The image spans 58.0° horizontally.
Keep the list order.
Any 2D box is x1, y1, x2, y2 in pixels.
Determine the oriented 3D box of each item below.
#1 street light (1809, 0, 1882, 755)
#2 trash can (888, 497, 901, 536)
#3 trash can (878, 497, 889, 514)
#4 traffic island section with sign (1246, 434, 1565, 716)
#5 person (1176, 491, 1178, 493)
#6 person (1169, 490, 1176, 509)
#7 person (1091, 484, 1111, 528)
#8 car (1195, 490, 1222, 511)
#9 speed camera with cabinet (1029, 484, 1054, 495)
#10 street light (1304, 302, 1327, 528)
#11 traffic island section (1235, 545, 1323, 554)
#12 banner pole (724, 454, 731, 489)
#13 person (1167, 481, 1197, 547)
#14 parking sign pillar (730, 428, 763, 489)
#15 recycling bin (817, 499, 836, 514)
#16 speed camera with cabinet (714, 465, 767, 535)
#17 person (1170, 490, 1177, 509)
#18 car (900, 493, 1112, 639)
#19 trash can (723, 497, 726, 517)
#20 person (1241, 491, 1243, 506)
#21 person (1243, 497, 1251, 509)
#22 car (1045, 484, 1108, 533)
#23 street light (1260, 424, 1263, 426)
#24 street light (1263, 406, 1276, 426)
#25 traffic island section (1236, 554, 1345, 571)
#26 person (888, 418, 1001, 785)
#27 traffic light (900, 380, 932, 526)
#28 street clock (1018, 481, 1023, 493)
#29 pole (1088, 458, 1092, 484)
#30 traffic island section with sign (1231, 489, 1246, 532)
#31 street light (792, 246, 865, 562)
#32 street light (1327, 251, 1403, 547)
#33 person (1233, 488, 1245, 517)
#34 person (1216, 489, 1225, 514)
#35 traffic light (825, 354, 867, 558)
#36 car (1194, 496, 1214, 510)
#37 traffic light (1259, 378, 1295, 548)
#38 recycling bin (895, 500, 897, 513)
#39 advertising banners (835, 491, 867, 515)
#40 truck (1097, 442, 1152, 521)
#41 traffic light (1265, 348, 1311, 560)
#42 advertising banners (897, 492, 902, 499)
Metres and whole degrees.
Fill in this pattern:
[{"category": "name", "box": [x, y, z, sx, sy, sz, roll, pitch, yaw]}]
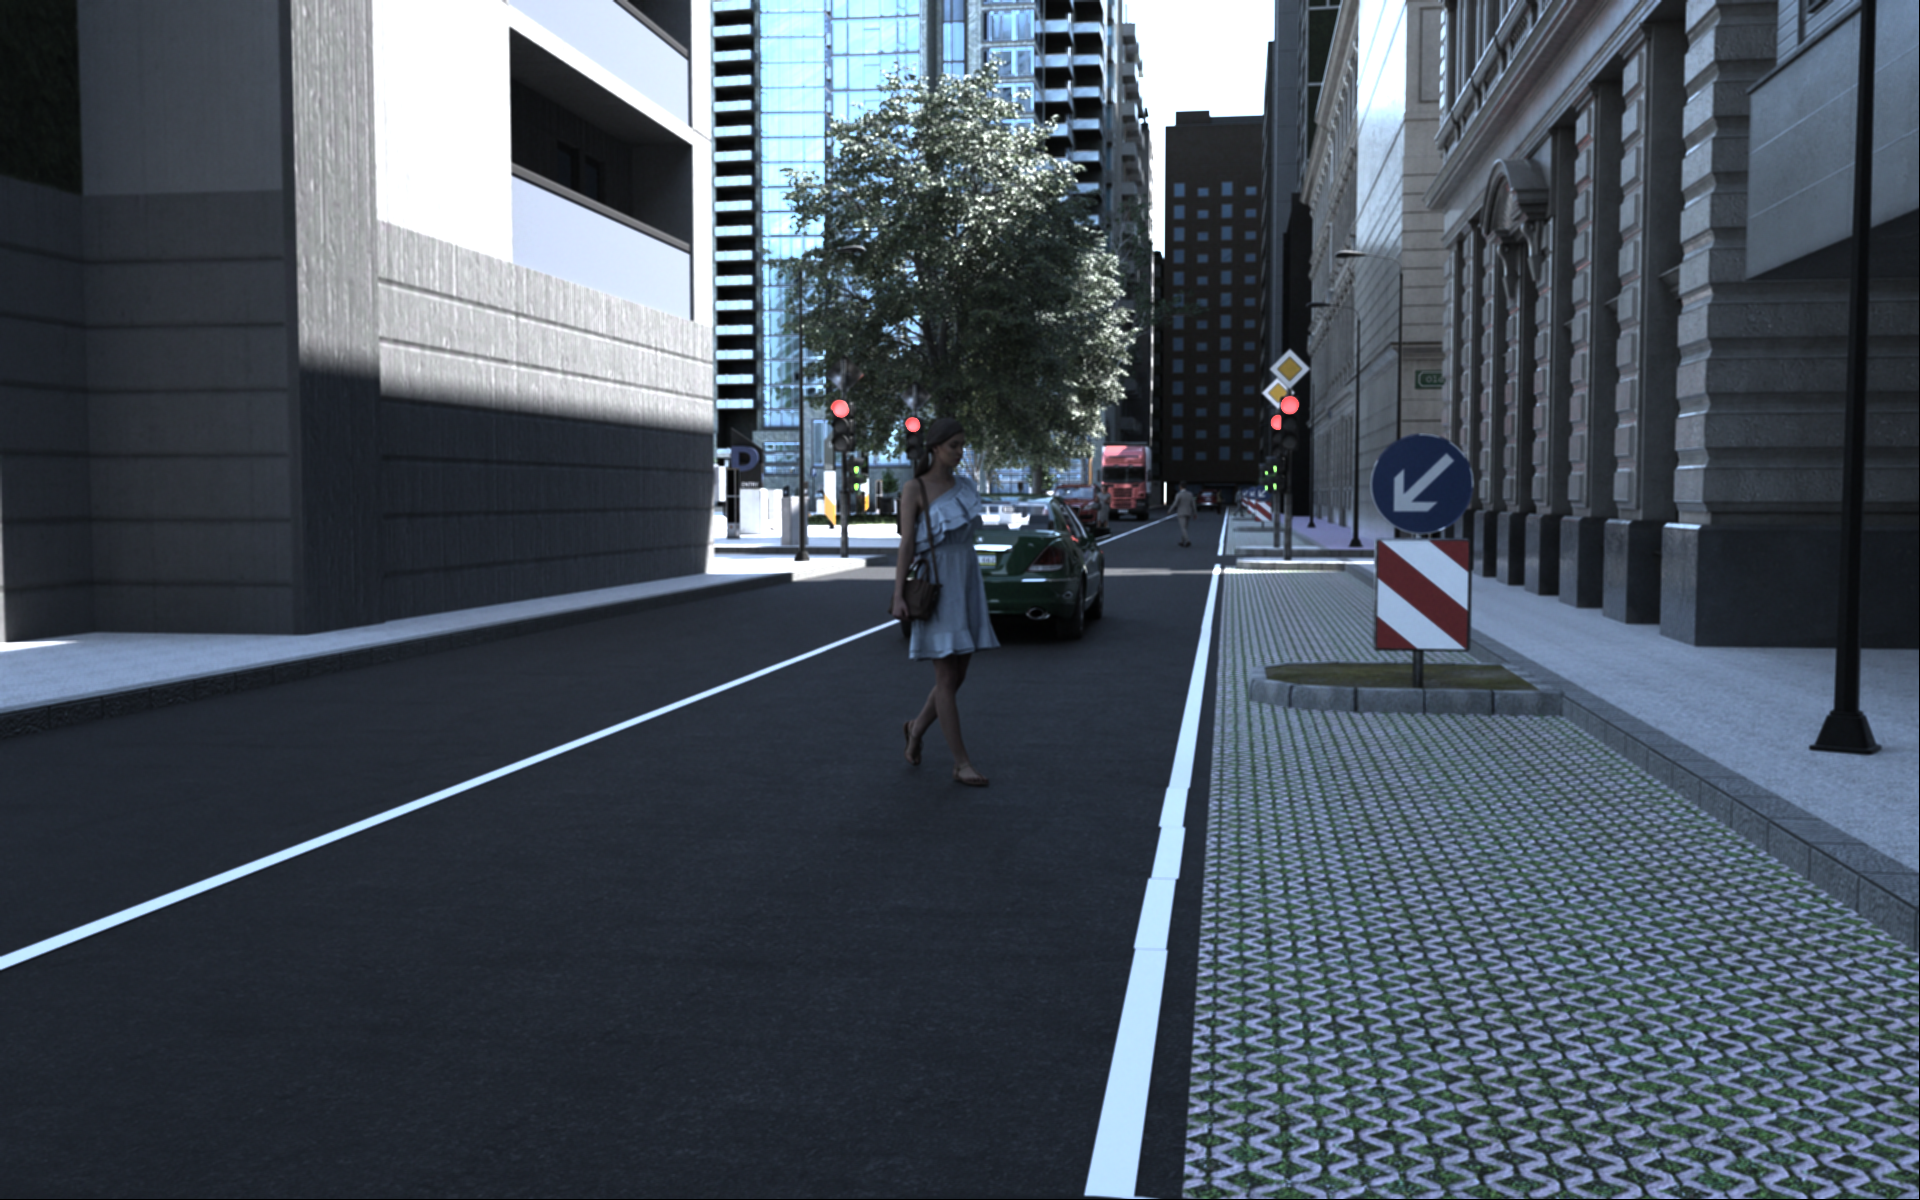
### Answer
[{"category": "street light", "box": [3.914, -2.206, 8.610, 1.470, 5.913, 1.316, 1, 4, 9]}, {"category": "trash can", "box": [-1.638, -2.522, 52.894, 0.748, 1.137, 0.748, 0, 3, 0]}, {"category": "trash can", "box": [-3.534, -4.332, 82.482, 0.748, 1.137, 0.748, 0, 3, 0]}, {"category": "traffic island section with sign", "box": [3.048, -0.217, 12.174, 1.989, 1.847, 2.006, 1, 4, 9]}, {"category": "person", "box": [21.246, -9.875, 170.671, 0.721, 1.736, 1.217, 1, 4, 8]}, {"category": "person", "box": [20.737, -9.762, 168.113, 0.705, 1.822, 1.348, 2, 4, 35]}, {"category": "person", "box": [4.857, -3.123, 59.912, 0.716, 1.782, 0.532, 1, 4, 20]}, {"category": "car", "box": [21.100, -8.468, 147.117, 2.281, 1.827, 5.304, 1, 4, 8]}, {"category": "speed camera with cabinet", "box": [4.880, -6.517, 100.892, 0.660, 3.252, 2.038, 3, 5, 44]}, {"category": "street light", "box": [9.080, -4.248, 41.994, 1.470, 5.913, 1.316, 1, 4, 9]}, {"category": "traffic island section", "box": [7.612, -1.177, 41.531, 2.009, 0.180, 2.903, 1, 4, 9]}, {"category": "banner pole", "box": [-14.521, -7.255, 108.639, 0.863, 3.779, 0.401, 3, 5, 43]}, {"category": "person", "box": [6.097, -2.349, 47.176, 0.678, 1.792, 0.850, -2, 4, -25]}, {"category": "parking sign pillar", "box": [-8.643, -4.998, 70.194, 1.447, 3.967, 1.447, 0, 4, 2]}, {"category": "recycling bin", "box": [-6.357, -4.274, 82.438, 0.722, 1.027, 0.722, -2, 4, -27]}, {"category": "speed camera with cabinet", "box": [-7.099, -3.663, 54.233, 2.038, 3.252, 0.660, 1, 4, 12]}, {"category": "person", "box": [20.423, -9.512, 164.037, 1.348, 1.821, 0.705, 2, 4, 33]}, {"category": "car", "box": [0.533, -0.420, 18.659, 2.131, 1.459, 4.920, 1, 4, 9]}, {"category": "trash can", "box": [-12.695, -5.097, 94.984, 0.748, 1.137, 0.748, 0, 3, 0]}, {"category": "person", "box": [26.945, -9.531, 165.051, 1.217, 1.743, 0.721, 3, 4, 38]}, {"category": "person", "box": [24.374, -8.549, 148.285, 1.348, 1.824, 0.705, -3, 4, -39]}, {"category": "car", "box": [4.355, -3.428, 64.717, 2.281, 1.827, 5.304, 1, 4, 11]}, {"category": "street light", "box": [20.669, -8.740, 115.441, 1.470, 5.913, 1.316, 1, 4, 9]}, {"category": "street light", "box": [16.878, -7.262, 91.279, 1.470, 5.913, 1.316, 1, 4, 9]}, {"category": "traffic island section", "box": [6.382, -0.695, 33.641, 2.009, 0.180, 2.903, 1, 4, 9]}, {"category": "person", "box": [-0.124, -0.008, 8.720, 0.616, 1.811, 0.778, -2, 4, -35]}, {"category": "traffic light", "box": [-1.085, -3.292, 42.752, 0.839, 4.253, 0.868, 1, 4, 9]}, {"category": "street clock", "box": [3.450, -5.785, 99.151, 0.358, 2.002, 0.471, 1, 4, 9]}, {"category": "pole", "box": [7.119, -6.165, 94.641, 0.158, 3.312, 0.155, 0, 3, 0]}, {"category": "traffic island section with sign", "box": [11.440, -3.512, 66.056, 1.989, 1.847, 2.006, 1, 4, 9]}, {"category": "street light", "box": [-2.465, -3.676, 32.638, 1.470, 5.913, 1.316, 1, 4, 9]}, {"category": "street light", "box": [7.862, -3.709, 33.182, 1.470, 5.913, 1.316, 1, 4, 9]}, {"category": "person", "box": [17.500, -6.108, 108.474, 0.850, 1.850, 0.679, -1, 4, -10]}, {"category": "person", "box": [18.437, -6.993, 122.931, 0.705, 1.812, 1.348, -1, 4, -13]}, {"category": "traffic light", "box": [-2.315, -2.810, 34.862, 0.839, 4.253, 0.868, 1, 4, 9]}, {"category": "car", "box": [22.110, -9.078, 157.213, 1.959, 1.807, 4.718, 1, 4, 10]}, {"category": "traffic light", "box": [7.574, -3.211, 41.423, 0.839, 4.253, 0.868, 1, 4, 9]}, {"category": "recycling bin", "box": [-3.284, -5.138, 96.554, 0.722, 1.027, 0.722, 0, 4, -2]}, {"category": "advertising banners", "box": [-5.110, -4.967, 77.403, 2.074, 3.025, 0.090, 1, 4, 23]}, {"category": "truck", "box": [9.208, -6.532, 95.708, 2.839, 4.237, 11.283, 0, 4, 7]}, {"category": "traffic light", "box": [6.344, -2.729, 33.533, 0.839, 4.253, 0.868, 1, 4, 9]}, {"category": "advertising banners", "box": [-3.198, -7.310, 115.709, 2.074, 3.025, 0.090, -1, 4, -13]}]
